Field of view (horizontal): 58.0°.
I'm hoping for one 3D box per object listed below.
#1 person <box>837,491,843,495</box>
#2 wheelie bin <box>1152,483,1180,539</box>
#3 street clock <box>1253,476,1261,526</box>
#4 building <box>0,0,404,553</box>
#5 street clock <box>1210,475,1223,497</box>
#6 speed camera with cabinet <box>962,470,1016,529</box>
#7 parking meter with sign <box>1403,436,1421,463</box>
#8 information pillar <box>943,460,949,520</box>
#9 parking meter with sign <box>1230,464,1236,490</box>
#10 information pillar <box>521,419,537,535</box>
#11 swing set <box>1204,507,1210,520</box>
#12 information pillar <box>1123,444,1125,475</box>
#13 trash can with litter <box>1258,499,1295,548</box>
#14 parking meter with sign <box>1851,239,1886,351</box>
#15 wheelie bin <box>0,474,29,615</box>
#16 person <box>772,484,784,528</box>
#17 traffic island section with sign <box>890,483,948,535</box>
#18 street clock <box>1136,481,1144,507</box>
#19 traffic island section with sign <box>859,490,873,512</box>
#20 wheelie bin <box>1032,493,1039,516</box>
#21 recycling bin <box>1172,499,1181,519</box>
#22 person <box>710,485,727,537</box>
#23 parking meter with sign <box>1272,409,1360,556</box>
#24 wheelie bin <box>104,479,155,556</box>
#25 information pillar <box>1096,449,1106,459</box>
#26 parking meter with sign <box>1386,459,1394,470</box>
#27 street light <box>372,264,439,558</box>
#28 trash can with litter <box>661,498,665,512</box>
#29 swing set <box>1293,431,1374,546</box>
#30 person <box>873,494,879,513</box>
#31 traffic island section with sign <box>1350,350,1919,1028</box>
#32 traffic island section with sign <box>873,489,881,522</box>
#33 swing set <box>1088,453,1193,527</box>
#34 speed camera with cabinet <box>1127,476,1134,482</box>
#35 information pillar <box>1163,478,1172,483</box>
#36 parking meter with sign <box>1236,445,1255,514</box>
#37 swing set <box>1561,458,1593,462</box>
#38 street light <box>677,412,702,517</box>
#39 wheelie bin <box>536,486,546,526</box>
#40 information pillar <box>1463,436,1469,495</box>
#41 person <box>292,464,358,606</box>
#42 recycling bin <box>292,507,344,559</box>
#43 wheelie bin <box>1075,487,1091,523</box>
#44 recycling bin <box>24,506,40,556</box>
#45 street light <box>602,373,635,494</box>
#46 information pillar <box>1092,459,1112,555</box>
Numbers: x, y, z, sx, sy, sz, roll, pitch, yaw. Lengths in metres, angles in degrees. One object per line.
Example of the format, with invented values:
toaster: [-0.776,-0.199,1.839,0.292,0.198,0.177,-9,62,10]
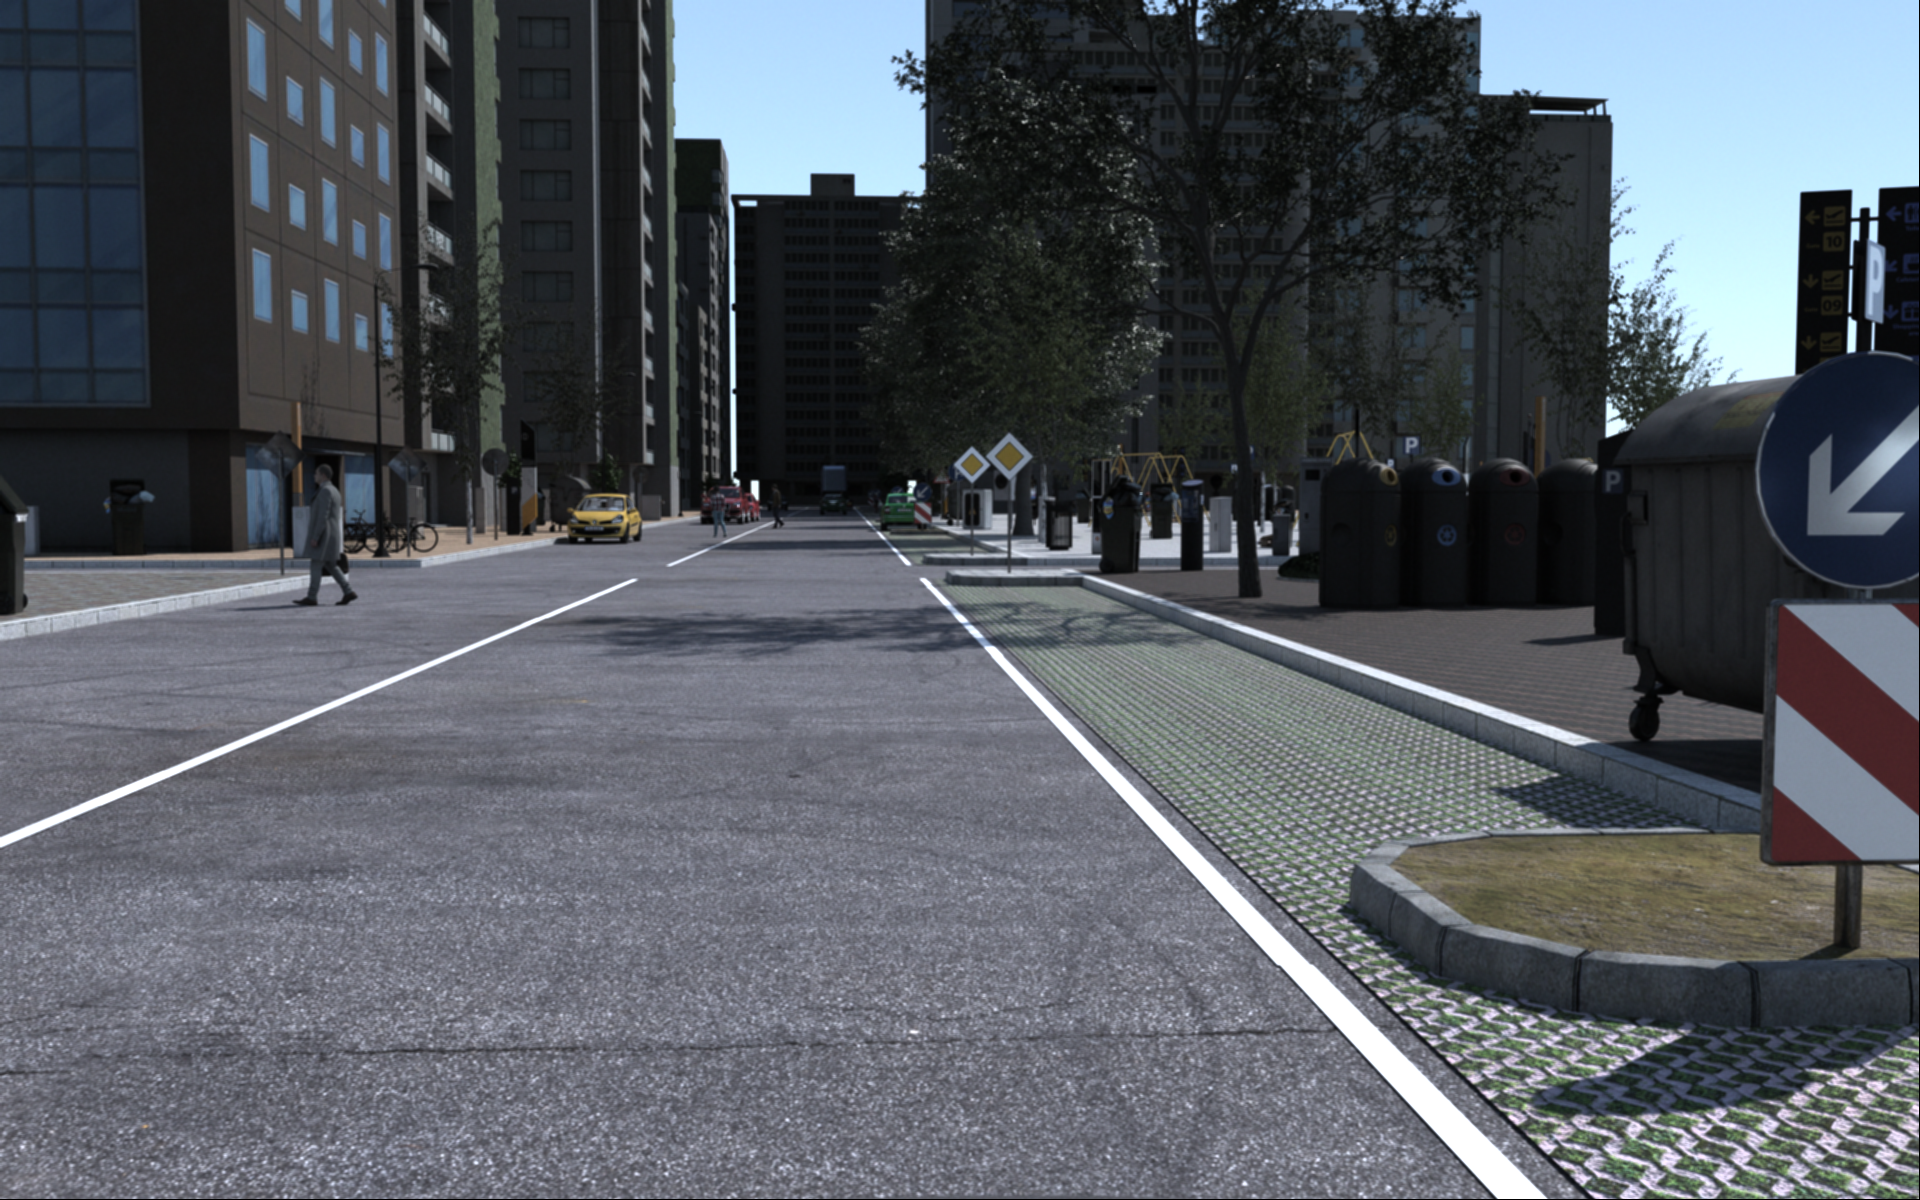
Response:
person: [-9.884,-8.209,143.527,0.445,1.727,0.742,1,4,17]
wheelie bin: [5.834,-2.566,49.869,0.980,1.594,0.693,0,4,3]
street clock: [12.001,-3.951,69.168,0.358,2.002,0.471,0,4,-2]
building: [-22.962,-24.022,42.873,14.600,45.320,14.200,0,4,-4]
street clock: [9.653,-3.713,65.280,0.471,2.002,0.358,0,4,7]
speed camera with cabinet: [1.071,-4.208,63.141,2.038,3.252,0.660,2,4,34]
parking meter with sign: [14.128,-3.460,52.839,0.543,3.016,1.738,3,5,39]
information pillar: [-0.656,-5.814,86.420,0.183,3.616,0.504,-1,4,-20]
parking meter with sign: [16.318,-6.383,100.623,0.543,3.016,1.738,-1,4,-19]
information pillar: [-13.371,-3.812,53.682,0.504,3.616,0.183,1,4,12]
swing set: [8.528,-4.516,71.455,2.862,2.851,3.119,-1,4,-19]
information pillar: [7.597,-5.460,80.631,0.183,3.616,0.504,0,4,-3]
trash can with litter: [7.525,-1.837,41.427,0.624,1.170,1.055,-2,4,-30]
parking meter with sign: [6.945,-0.937,11.578,1.738,3.016,0.543,3,5,40]
wheelie bin: [-10.381,-0.647,18.489,0.693,1.594,0.980,-1,4,-17]
person: [-7.705,-3.936,72.768,0.656,1.842,0.836,2,4,34]
traffic island section with sign: [-1.466,-3.216,61.204,1.989,1.847,2.006,0,4,-4]
street clock: [9.821,-5.504,94.563,0.358,2.002,0.471,-2,4,-31]
traffic island section with sign: [-8.561,-9.540,164.607,1.989,1.847,2.006,0,4,-4]
wheelie bin: [4.278,-5.669,100.598,0.693,1.594,0.980,0,4,-4]
recycling bin: [10.429,-4.375,84.091,0.722,1.027,0.722,0,4,-7]
person: [-8.076,-2.964,57.798,0.563,1.720,0.643,-2,4,-27]
parking meter with sign: [7.367,-2.422,35.861,1.738,3.016,0.543,1,4,14]
wheelie bin: [-17.338,-1.728,36.164,0.980,1.594,0.693,-2,4,-23]
information pillar: [6.840,-5.674,84.122,0.504,3.616,0.183,-1,4,-12]
parking meter with sign: [20.855,-5.531,86.699,0.543,3.016,1.738,-3,4,-36]
street light: [-11.207,-3.821,35.019,1.470,5.913,1.316,0,4,-4]
trash can with litter: [-15.021,-4.547,85.732,0.624,1.170,1.055,0,4,2]
swing set: [9.815,-2.824,43.791,2.862,2.851,3.119,0,4,5]
person: [-6.279,-7.222,129.808,0.421,1.427,0.697,1,4,12]
traffic island section with sign: [2.369,0.186,5.580,1.989,1.847,2.006,0,4,-4]
traffic island section with sign: [-3.305,-4.860,88.096,1.989,1.847,2.006,0,4,-4]
swing set: [6.948,-4.229,66.763,2.862,2.851,3.119,-2,4,-26]
speed camera with cabinet: [7.970,-5.788,88.965,2.038,3.252,0.660,-2,4,-33]
information pillar: [9.540,-4.595,79.616,0.304,2.012,0.304,-3,5,-43]
parking meter with sign: [10.323,-4.032,62.184,0.543,3.016,1.738,1,4,11]
swing set: [27.408,-4.871,77.259,2.862,2.851,3.119,0,4,-3]
street light: [-15.359,-7.701,98.455,1.470,5.913,1.316,0,4,-4]
wheelie bin: [-17.276,-3.822,70.392,0.980,1.594,0.693,2,4,34]
information pillar: [20.457,-4.813,70.052,0.183,3.616,0.504,2,4,34]
person: [-8.176,-0.835,22.252,0.767,1.812,0.694,0,4,-6]
recycling bin: [-12.842,-1.352,34.651,0.722,1.027,0.722,1,4,11]
wheelie bin: [5.464,-4.198,76.549,0.693,1.594,0.980,1,4,11]
recycling bin: [-19.498,-1.424,35.837,0.722,1.027,0.722,-1,4,-21]
street light: [-13.185,-5.759,66.704,1.470,5.913,1.316,0,4,-4]
information pillar: [3.007,-1.977,36.822,0.304,2.012,0.304,3,5,40]
